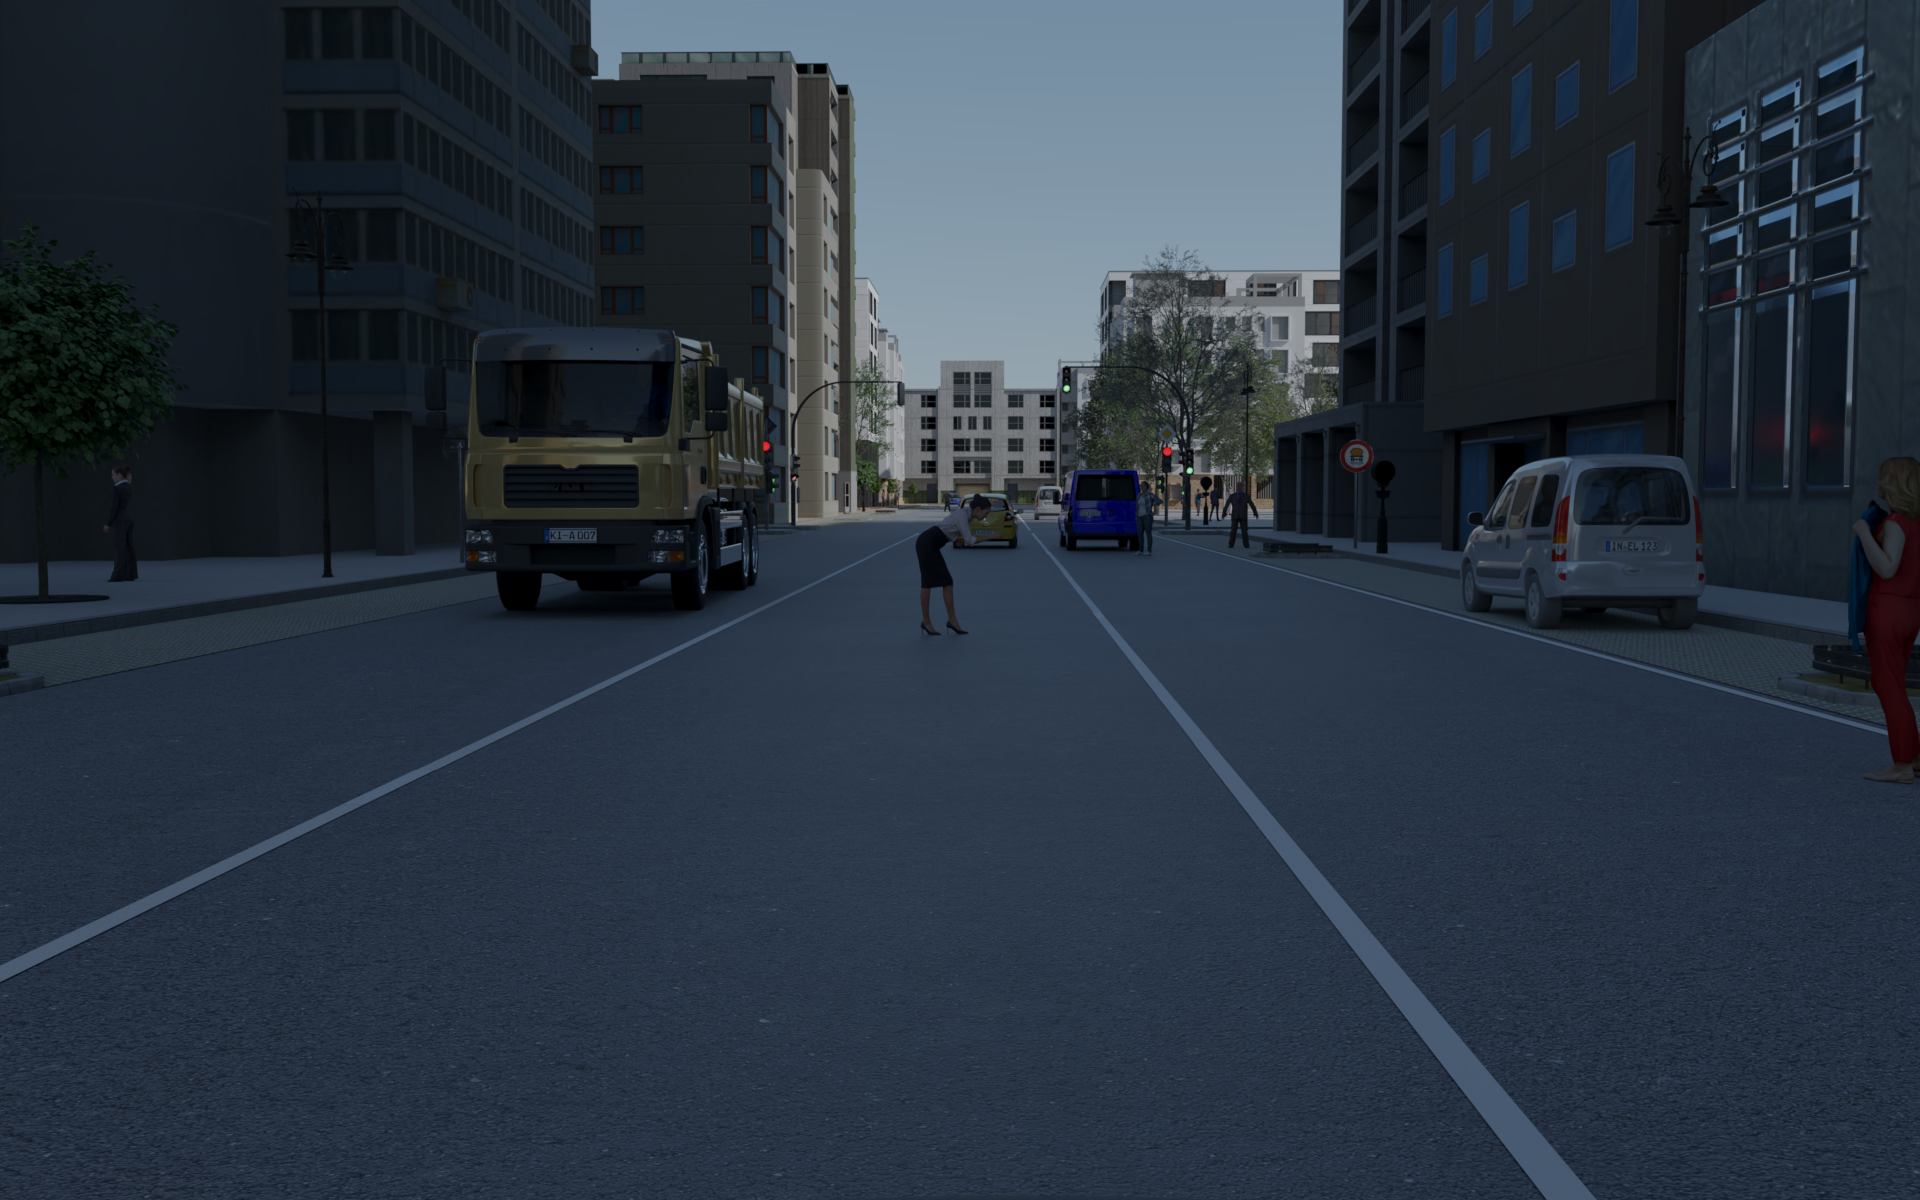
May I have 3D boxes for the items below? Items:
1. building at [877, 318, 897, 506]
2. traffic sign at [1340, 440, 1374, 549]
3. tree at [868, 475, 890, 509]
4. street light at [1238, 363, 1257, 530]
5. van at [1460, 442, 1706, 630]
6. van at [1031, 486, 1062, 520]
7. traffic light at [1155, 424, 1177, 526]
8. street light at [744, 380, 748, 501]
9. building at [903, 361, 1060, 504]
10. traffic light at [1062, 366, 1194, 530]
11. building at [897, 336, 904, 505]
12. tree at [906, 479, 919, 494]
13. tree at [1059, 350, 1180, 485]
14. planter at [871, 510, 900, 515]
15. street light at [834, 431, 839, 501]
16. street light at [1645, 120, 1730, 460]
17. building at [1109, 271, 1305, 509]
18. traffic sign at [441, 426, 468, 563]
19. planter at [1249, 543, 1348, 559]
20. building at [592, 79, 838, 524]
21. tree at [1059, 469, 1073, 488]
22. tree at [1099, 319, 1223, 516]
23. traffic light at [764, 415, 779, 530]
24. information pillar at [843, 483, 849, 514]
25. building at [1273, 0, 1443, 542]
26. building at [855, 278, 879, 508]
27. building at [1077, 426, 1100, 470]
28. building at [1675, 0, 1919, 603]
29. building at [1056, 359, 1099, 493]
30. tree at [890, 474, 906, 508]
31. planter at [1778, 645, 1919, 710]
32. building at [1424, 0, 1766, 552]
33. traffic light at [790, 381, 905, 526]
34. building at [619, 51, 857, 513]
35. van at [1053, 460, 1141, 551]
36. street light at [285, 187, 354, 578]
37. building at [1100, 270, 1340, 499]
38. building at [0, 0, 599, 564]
[{"bbox_3d":[-15.318,-20.036,184.006,16.016,20.091,11.380,0,4,1],"label":"building"},{"bbox_3d":[9.313,-2.484,40.714,0.768,2.556,0.104,1,4,11],"label":"traffic sign"},{"bbox_3d":[-7.505,-9.676,152.807,1.663,3.219,1.824,0,3,0],"label":"tree"},{"bbox_3d":[10.112,-5.396,61.014,0.468,5.910,1.993,0,4,1],"label":"street light"},{"bbox_3d":[6.911,-0.769,19.592,2.013,2.044,4.112,0,4,2],"label":"van"},{"bbox_3d":[4.960,-5.452,96.156,2.013,2.044,4.112,0,4,2],"label":"van"},{"bbox_3d":[8.260,-4.923,69.409,0.839,4.253,0.868,0,4,1],"label":"traffic light"},{"bbox_3d":[-8.719,-5.957,70.184,0.468,5.910,1.993,0,4,1],"label":"street light"},{"bbox_3d":[-2.386,-22.717,237.883,31.486,18.905,16.747,0,4,1],"label":"building"},{"bbox_3d":[5.979,-5.301,61.334,4.771,5.953,1.251,0,4,1],"label":"traffic light"},{"bbox_3d":[-14.935,-20.745,195.598,16.016,20.091,11.380,0,4,1],"label":"building"},{"bbox_3d":[-5.825,-13.566,216.401,1.663,3.219,1.824,0,3,0],"label":"tree"},{"bbox_3d":[12.530,-13.327,134.912,9.611,12.733,9.660,0,3,0],"label":"tree"},{"bbox_3d":[-5.201,-6.140,121.528,1.991,0.319,1.994,0,4,1],"label":"planter"},{"bbox_3d":[-7.852,-8.346,109.246,0.468,5.910,1.993,0,4,1],"label":"street light"},{"bbox_3d":[9.151,-3.007,21.954,0.468,5.910,1.993,0,4,1],"label":"street light"},{"bbox_3d":[21.360,-18.127,152.800,16.016,20.091,11.380,0,4,1],"label":"building"},{"bbox_3d":[-9.291,-1.966,32.254,0.768,2.556,0.104,0,4,7],"label":"traffic sign"},{"bbox_3d":[7.576,-1.103,39.171,1.991,0.319,1.994,0,4,1],"label":"planter"},{"bbox_3d":[-21.326,-14.812,87.220,27.650,21.520,28.899,0,4,1],"label":"building"},{"bbox_3d":[14.433,-14.590,222.261,4.285,4.588,4.351,0,3,0],"label":"tree"},{"bbox_3d":[11.695,-10.767,101.793,9.928,11.665,9.643,0,3,0],"label":"tree"},{"bbox_3d":[-6.885,-4.455,61.761,0.839,4.253,0.868,0,4,1],"label":"traffic light"},{"bbox_3d":[-7.278,-6.513,110.971,0.304,2.012,0.304,-2,4,-25],"label":"information pillar"},{"bbox_3d":[20.941,-37.298,48.077,20.563,71.187,20.611,0,4,1],"label":"building"},{"bbox_3d":[-22.627,-19.436,161.760,27.936,21.610,32.646,0,4,1],"label":"building"},{"bbox_3d":[18.969,-16.105,205.463,9.099,9.664,28.070,0,4,1],"label":"building"},{"bbox_3d":[21.364,-42.487,7.335,22.319,86.520,31.000,0,4,1],"label":"building"},{"bbox_3d":[19.019,-23.242,236.422,11.380,20.091,16.016,0,4,1],"label":"building"},{"bbox_3d":[-6.581,-10.443,165.337,1.663,3.219,1.824,0,3,0],"label":"tree"},{"bbox_3d":[6.957,0.545,12.234,1.991,0.319,1.994,0,4,1],"label":"planter"},{"bbox_3d":[17.449,-23.331,31.570,14.600,45.320,14.200,0,4,1],"label":"building"},{"bbox_3d":[-4.604,-5.814,69.729,4.771,5.953,1.251,0,4,1],"label":"traffic light"},{"bbox_3d":[-14.593,-21.117,116.971,14.160,30.474,14.107,0,4,1],"label":"building"},{"bbox_3d":[3.633,-2.511,45.436,2.240,2.365,5.245,0,4,0],"label":"van"},{"bbox_3d":[-9.743,-3.286,26.509,0.468,5.910,1.993,0,4,1],"label":"street light"},{"bbox_3d":[27.909,-20.220,174.578,27.936,21.610,32.646,0,4,1],"label":"building"},{"bbox_3d":[-22.491,-21.550,44.218,23.993,40.220,32.217,0,4,1],"label":"building"}]
